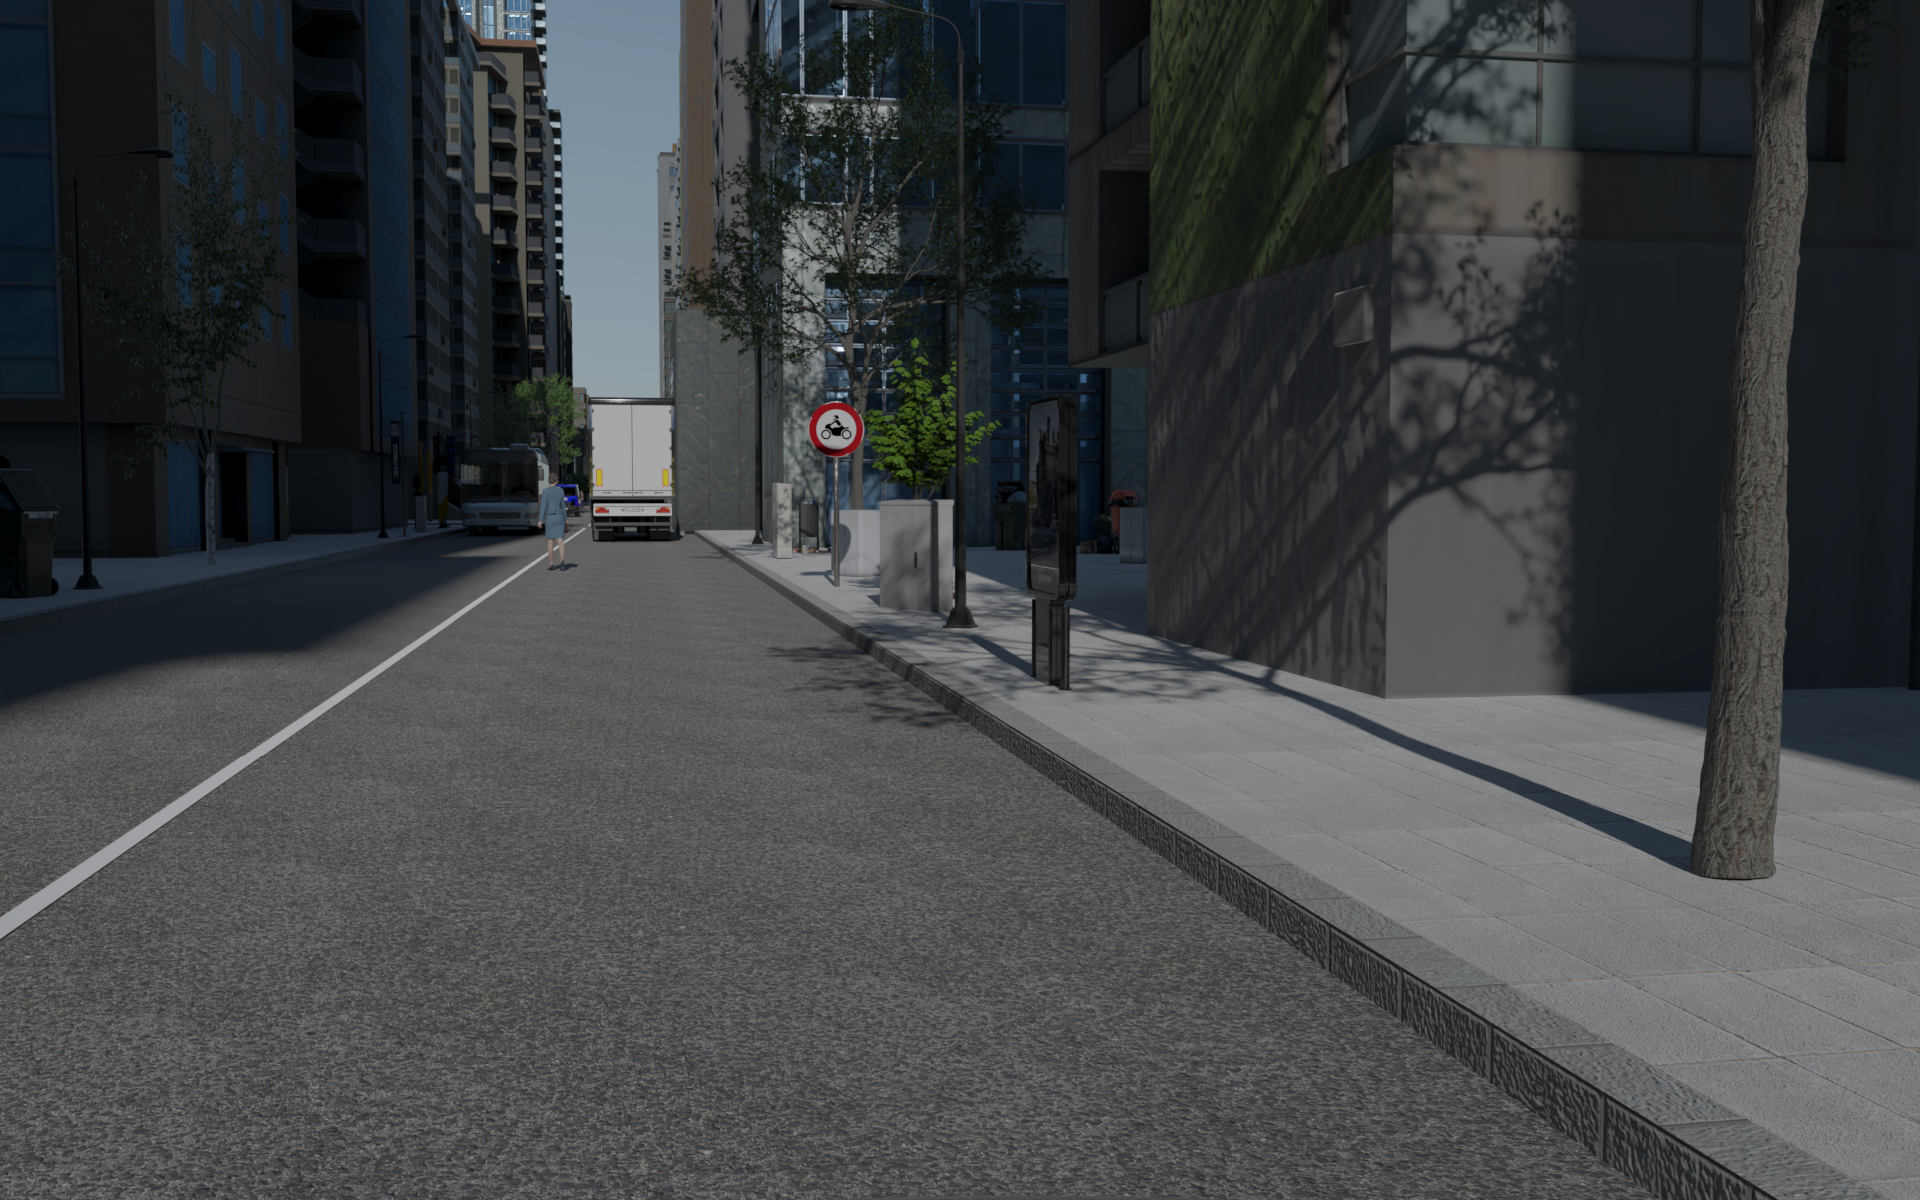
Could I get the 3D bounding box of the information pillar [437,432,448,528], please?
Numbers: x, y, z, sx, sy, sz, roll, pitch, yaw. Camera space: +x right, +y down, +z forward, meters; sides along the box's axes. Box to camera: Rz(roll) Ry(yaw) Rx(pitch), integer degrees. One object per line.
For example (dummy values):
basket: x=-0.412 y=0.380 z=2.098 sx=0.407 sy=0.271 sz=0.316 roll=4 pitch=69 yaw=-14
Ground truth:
information pillar: x=-19.469 y=-4.515 z=65.169 sx=0.183 sy=3.616 sz=0.504 roll=1 pitch=4 yaw=20

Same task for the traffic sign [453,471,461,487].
traffic sign: x=-20.154 y=-4.071 z=70.202 sx=0.795 sy=2.450 sz=0.064 roll=-1 pitch=4 yaw=-11

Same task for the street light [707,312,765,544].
street light: x=-5.707 y=-4.372 z=44.023 sx=1.470 sy=5.913 sz=1.316 roll=-1 pitch=4 yaw=-11

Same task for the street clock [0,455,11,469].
street clock: x=-17.477 y=-1.641 z=31.408 sx=0.471 sy=2.002 sz=0.358 roll=-3 pitch=5 yaw=-41

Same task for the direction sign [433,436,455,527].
direction sign: x=-20.010 y=-4.604 z=67.267 sx=0.876 sy=3.537 sz=0.379 roll=-3 pitch=4 yaw=-39

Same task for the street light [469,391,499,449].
street light: x=-21.437 y=-6.444 z=77.903 sx=1.470 sy=5.913 sz=1.316 roll=-1 pitch=4 yaw=-11

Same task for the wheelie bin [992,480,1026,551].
wheelie bin: x=1.165 y=-1.929 z=39.454 sx=0.980 sy=1.594 sz=0.693 roll=2 pitch=4 yaw=28

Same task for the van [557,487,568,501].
van: x=-22.520 y=-5.375 z=94.900 sx=2.013 sy=2.044 sz=4.112 roll=-1 pitch=4 yaw=-12

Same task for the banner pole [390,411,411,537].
banner pole: x=-16.826 y=-3.787 z=51.936 sx=0.401 sy=3.779 sz=0.863 roll=1 pitch=4 yaw=15

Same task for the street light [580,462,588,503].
street light: x=-45.938 y=-14.429 z=208.453 sx=1.470 sy=5.913 sz=1.316 roll=-1 pitch=4 yaw=-11

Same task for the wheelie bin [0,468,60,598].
wheelie bin: x=-11.717 y=-0.833 z=21.522 sx=0.693 sy=1.594 sz=0.980 roll=1 pitch=4 yaw=12

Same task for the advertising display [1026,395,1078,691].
advertising display: x=0.611 y=-0.397 z=11.709 sx=0.123 sy=1.923 sz=0.974 roll=-1 pitch=4 yaw=-11

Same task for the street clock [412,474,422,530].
street clock: x=-19.507 y=-3.528 z=62.247 sx=0.358 sy=2.002 sz=0.471 roll=0 pitch=4 yaw=-8

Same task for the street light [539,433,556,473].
street light: x=-31.587 y=-9.778 z=132.419 sx=1.470 sy=5.913 sz=1.316 roll=-1 pitch=4 yaw=-11

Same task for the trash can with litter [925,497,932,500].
trash can with litter: x=-0.720 y=-1.727 z=39.293 sx=1.678 sy=1.210 sz=2.233 roll=-1 pitch=4 yaw=-13

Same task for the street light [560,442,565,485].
street light: x=-35.748 y=-11.080 z=153.695 sx=1.470 sy=5.913 sz=1.316 roll=-1 pitch=4 yaw=-11

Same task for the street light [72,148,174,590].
street light: x=-11.252 y=-3.105 z=23.315 sx=1.470 sy=5.913 sz=1.316 roll=-1 pitch=4 yaw=-11

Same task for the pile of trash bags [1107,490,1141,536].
pile of trash bags: x=4.495 y=-1.525 z=34.693 sx=3.447 sy=1.369 sz=1.912 roll=-2 pitch=4 yaw=-27

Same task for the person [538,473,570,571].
person: x=-7.577 y=-1.456 z=32.327 sx=0.581 sy=1.822 sz=0.654 roll=-1 pitch=4 yaw=-21

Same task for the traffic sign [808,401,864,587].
traffic sign: x=-1.703 y=-1.455 z=23.903 sx=0.768 sy=2.556 sz=0.104 roll=0 pitch=4 yaw=-3

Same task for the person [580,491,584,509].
person: x=-37.209 y=-9.833 z=169.792 sx=0.750 sy=1.759 sz=0.617 roll=2 pitch=4 yaw=25

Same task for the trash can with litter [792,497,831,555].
trash can with litter: x=-2.927 y=-1.637 z=37.820 sx=2.233 sy=1.210 sz=1.678 roll=-3 pitch=5 yaw=-44

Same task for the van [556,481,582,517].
van: x=-24.993 y=-6.420 z=109.345 sx=2.240 sy=2.365 sz=5.245 roll=-1 pitch=4 yaw=-11

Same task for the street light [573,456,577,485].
street light: x=-40.967 y=-12.767 z=181.283 sx=1.470 sy=5.913 sz=1.316 roll=-1 pitch=4 yaw=-11

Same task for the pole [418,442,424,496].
pole: x=-21.154 y=-4.533 z=67.955 sx=0.158 sy=3.312 sz=0.155 roll=0 pitch=3 yaw=0

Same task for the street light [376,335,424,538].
street light: x=-16.306 y=-4.766 z=50.470 sx=1.470 sy=5.913 sz=1.316 roll=-1 pitch=4 yaw=-11

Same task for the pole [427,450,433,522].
pole: x=-24.267 y=-5.226 z=79.290 sx=0.158 sy=3.312 sz=0.155 roll=0 pitch=3 yaw=0

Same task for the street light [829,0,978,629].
street light: x=-0.529 y=-2.683 z=16.406 sx=1.470 sy=5.913 sz=1.316 roll=-1 pitch=4 yaw=-11

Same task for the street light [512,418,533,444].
street light: x=-26.571 y=-8.105 z=105.059 sx=1.470 sy=5.913 sz=1.316 roll=-1 pitch=4 yaw=-11

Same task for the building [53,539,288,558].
building: x=-23.845 y=-23.777 z=38.864 sx=14.600 sy=45.320 sz=14.200 roll=-1 pitch=4 yaw=-11

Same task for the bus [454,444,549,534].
bus: x=-16.786 y=-4.252 z=64.387 sx=2.948 sy=3.499 sz=13.247 roll=-1 pitch=4 yaw=-12

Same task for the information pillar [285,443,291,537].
information pillar: x=-20.187 y=-3.680 z=51.522 sx=0.183 sy=3.616 sz=0.504 roll=1 pitch=4 yaw=17

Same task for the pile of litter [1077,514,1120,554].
pile of litter: x=3.067 y=-1.429 z=37.330 sx=1.719 sy=0.858 sz=1.176 roll=1 pitch=4 yaw=17
